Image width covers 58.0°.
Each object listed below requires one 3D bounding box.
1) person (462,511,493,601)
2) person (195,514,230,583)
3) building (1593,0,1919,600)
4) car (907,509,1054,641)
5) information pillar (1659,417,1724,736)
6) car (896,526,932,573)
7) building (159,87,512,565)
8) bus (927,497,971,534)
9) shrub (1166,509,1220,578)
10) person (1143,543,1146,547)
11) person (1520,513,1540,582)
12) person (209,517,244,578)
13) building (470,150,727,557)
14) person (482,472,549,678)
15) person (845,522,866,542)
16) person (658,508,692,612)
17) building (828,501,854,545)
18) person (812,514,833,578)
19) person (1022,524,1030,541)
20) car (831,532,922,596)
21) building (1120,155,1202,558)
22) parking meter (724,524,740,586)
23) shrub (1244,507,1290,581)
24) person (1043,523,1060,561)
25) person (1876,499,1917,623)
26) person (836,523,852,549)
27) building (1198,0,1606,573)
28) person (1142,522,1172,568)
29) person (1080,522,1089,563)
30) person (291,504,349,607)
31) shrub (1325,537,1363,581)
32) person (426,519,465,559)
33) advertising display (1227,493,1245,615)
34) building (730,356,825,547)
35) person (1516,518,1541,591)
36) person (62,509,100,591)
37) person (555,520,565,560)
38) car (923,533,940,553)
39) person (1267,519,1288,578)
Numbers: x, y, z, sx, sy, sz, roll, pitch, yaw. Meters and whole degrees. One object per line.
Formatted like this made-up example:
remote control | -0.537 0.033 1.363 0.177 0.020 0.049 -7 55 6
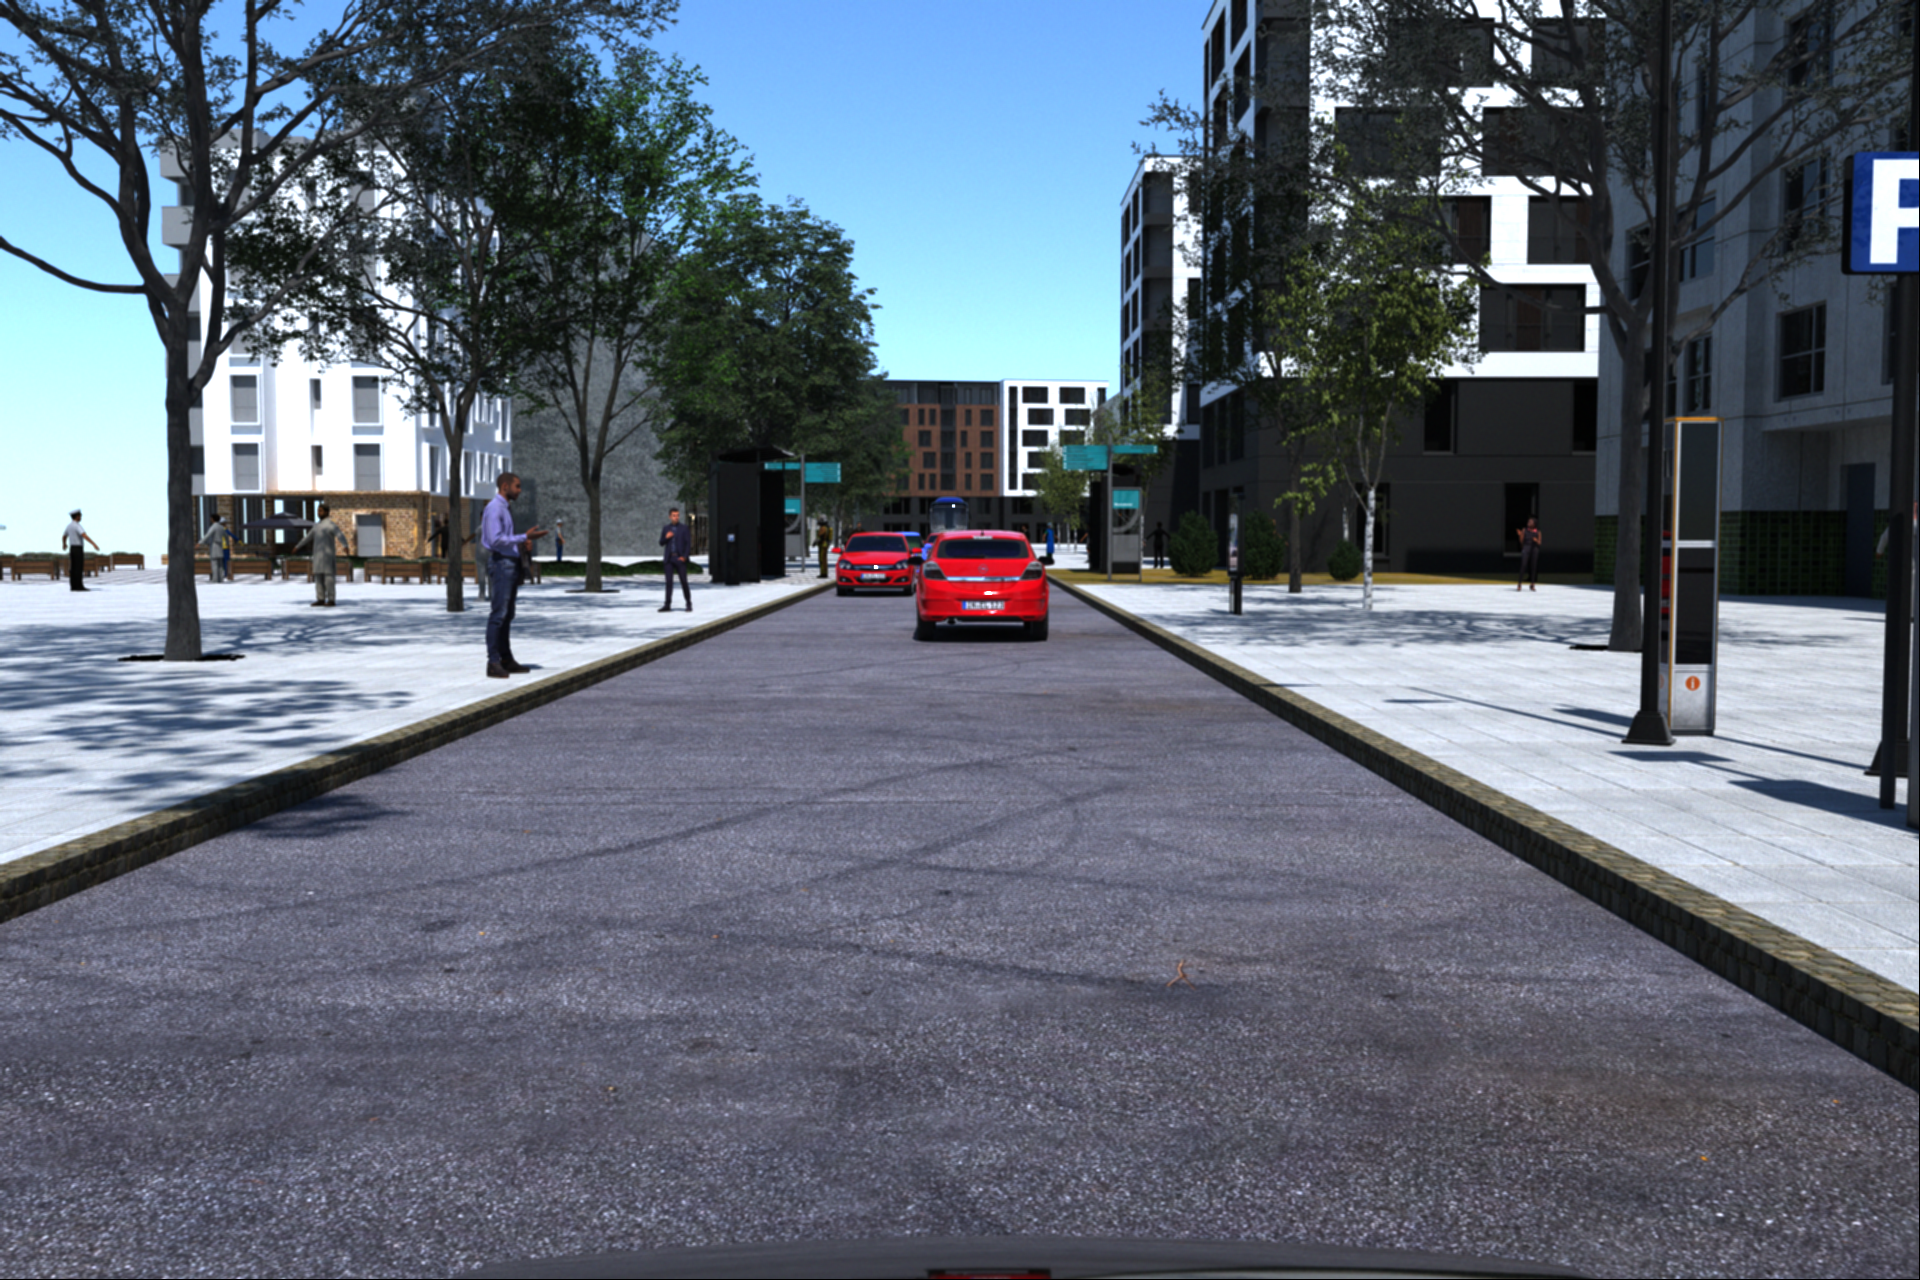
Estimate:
person | -9.138 -1.613 33.151 0.721 1.739 1.217 2 4 34
person | -19.401 -2.381 45.118 0.705 1.806 1.347 1 4 12
building | 24.560 -9.890 28.166 16.747 18.905 31.486 0 4 0
car | 0.300 -0.962 24.773 2.155 1.783 4.494 0 3 0
information pillar | 4.645 -0.403 11.078 0.304 2.012 0.304 0 4 1
car | -1.880 -2.885 56.768 1.945 1.707 3.694 0 4 1
building | -27.703 -13.319 74.184 16.016 20.090 11.380 0 4 1
bus | -0.707 -7.803 119.133 2.896 3.916 12.251 0 3 0
shrub | 6.845 -2.844 50.914 1.690 2.028 1.600 0 3 0
person | 7.592 -3.913 73.248 0.599 1.433 0.991 -1 4 -21
person | 15.347 -2.482 46.518 0.705 1.837 1.347 0 4 3
person | -21.690 -2.733 51.151 1.216 1.772 0.721 1 4 17
building | -24.836 -16.883 106.966 19.493 23.208 18.063 0 4 0
person | -4.007 -0.599 15.700 0.599 1.838 0.709 0 4 -5
person | -4.452 -4.309 76.587 1.346 1.812 0.704 -1 4 -17
person | -4.707 -1.324 28.606 0.541 1.710 0.530 1 4 21
building | -23.078 -23.475 214.736 19.493 23.208 18.063 0 4 1
person | -4.004 -2.725 50.321 0.705 1.858 1.354 1 4 11
person | 2.362 -3.325 63.009 0.705 1.806 1.347 0 4 0
car | -1.961 -1.977 41.362 2.155 1.783 4.494 0 4 0
building | 23.878 -16.271 110.008 27.936 21.610 32.646 0 3 0
parking meter | -5.696 -2.134 43.294 0.372 1.533 0.369 0 3 0
shrub | 8.272 -2.668 48.040 1.690 2.028 1.600 0 3 0
person | 4.255 -4.610 81.506 0.704 1.817 1.347 3 4 38
person | 13.737 -1.159 25.089 0.704 1.811 1.347 -1 4 -14
person | -5.483 -4.737 83.580 0.705 1.813 1.348 2 4 35
building | 23.691 -13.981 72.568 27.936 21.610 32.646 0 3 0
person | 7.387 -3.544 64.670 1.216 1.740 0.721 -1 4 -19
person | 5.814 -4.392 77.952 0.704 1.843 1.345 2 4 33
person | -11.290 -1.506 30.710 1.344 1.819 0.704 2 4 26
shrub | 10.432 -2.197 47.034 1.383 1.207 1.383 0 3 0
person | -17.698 -3.270 59.687 1.346 1.802 0.704 -1 4 -21
advertising display | 4.416 -1.376 27.708 0.123 1.923 0.974 0 4 0
building | -23.905 -19.546 186.036 16.747 18.905 31.486 0 4 0
person | 12.803 -1.924 38.978 0.593 1.643 0.415 -2 4 -30
person | -19.857 -2.031 38.991 1.343 1.855 0.704 2 4 33
person | -15.530 -3.758 67.293 0.705 1.847 1.347 -1 4 -20
car | -0.809 -4.436 81.572 2.155 1.783 4.494 0 3 0
person | 9.144 -2.668 50.424 1.217 1.733 0.721 -3 5 -42
